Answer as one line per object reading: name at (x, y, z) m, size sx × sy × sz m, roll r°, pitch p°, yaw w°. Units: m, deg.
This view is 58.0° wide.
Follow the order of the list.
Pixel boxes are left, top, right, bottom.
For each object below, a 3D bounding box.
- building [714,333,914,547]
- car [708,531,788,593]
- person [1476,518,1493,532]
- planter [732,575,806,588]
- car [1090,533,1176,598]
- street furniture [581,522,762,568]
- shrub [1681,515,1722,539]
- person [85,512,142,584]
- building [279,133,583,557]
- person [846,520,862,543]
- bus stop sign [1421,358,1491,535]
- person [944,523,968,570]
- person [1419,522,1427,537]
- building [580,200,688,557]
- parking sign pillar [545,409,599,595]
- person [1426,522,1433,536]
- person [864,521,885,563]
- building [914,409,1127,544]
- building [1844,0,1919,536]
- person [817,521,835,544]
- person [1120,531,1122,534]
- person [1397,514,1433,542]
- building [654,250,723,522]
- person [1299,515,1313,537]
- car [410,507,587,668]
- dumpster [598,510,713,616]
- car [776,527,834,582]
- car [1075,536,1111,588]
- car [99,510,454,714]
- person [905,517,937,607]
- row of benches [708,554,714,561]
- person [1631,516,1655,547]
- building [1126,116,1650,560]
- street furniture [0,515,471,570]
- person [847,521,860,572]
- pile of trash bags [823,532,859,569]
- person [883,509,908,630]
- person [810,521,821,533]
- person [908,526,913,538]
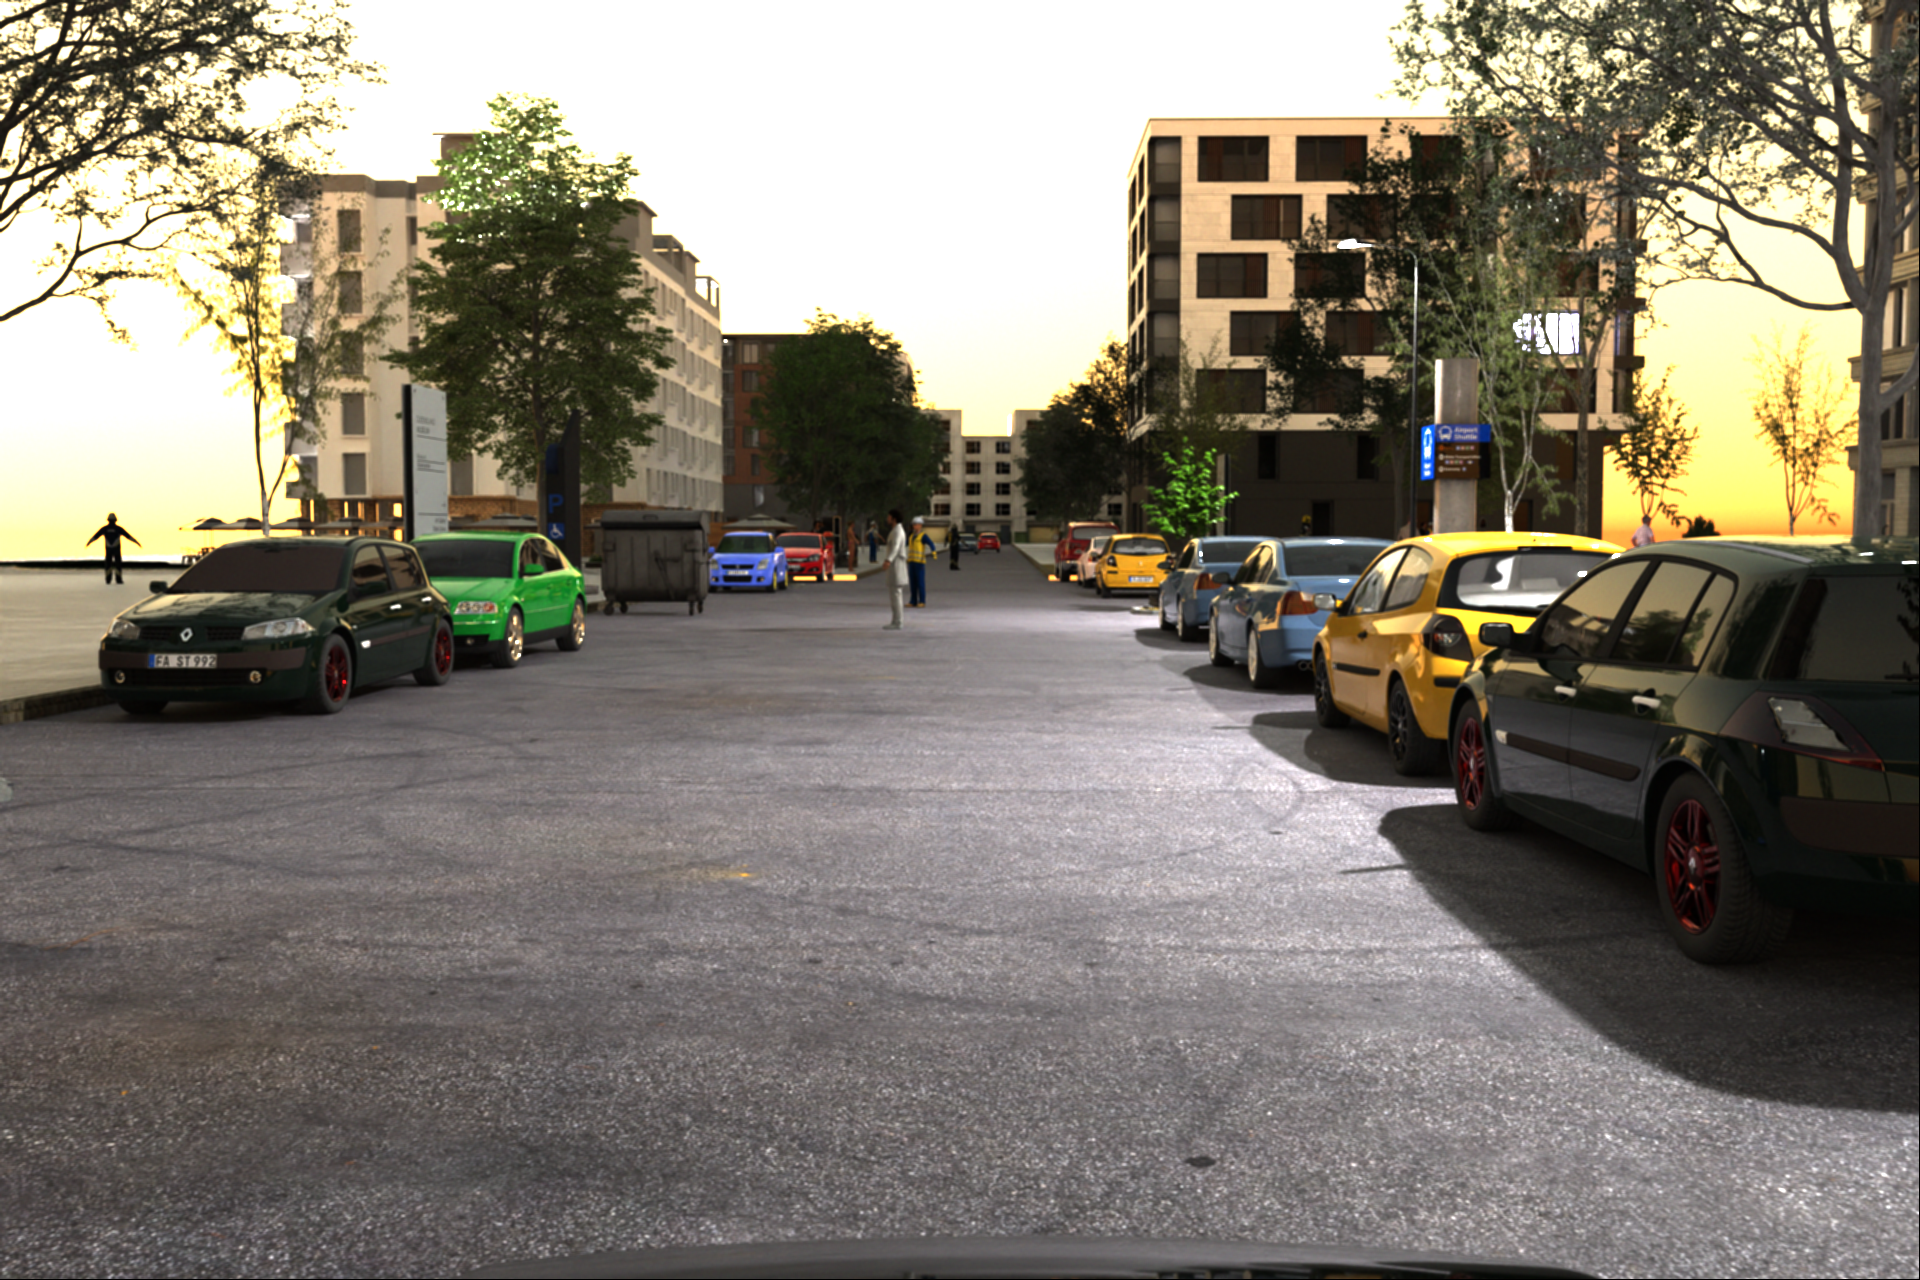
building at (-19.886, -21.345, 192.959) m, size 27.936 × 21.610 × 32.646 m, roll 0°, pitch 4°, yaw 1°
car at (-5.319, -2.067, 43.387) m, size 1.945 × 1.707 × 3.694 m, roll 0°, pitch 4°, yaw 1°
person at (16.841, -3.038, 55.798) m, size 1.348 × 1.813 × 0.705 m, roll 1°, pitch 4°, yaw 13°
planter at (-5.217, -1.577, 46.925) m, size 1.991 × 0.319 × 1.994 m, roll 0°, pitch 4°, yaw 1°
car at (4.032, -1.817, 39.937) m, size 2.015 × 1.641 × 3.980 m, roll 0°, pitch 4°, yaw 2°
street furniture at (-11.793, -3.723, 67.724) m, size 9.812 × 1.723 × 11.010 m, roll 0°, pitch 4°, yaw 7°
shrub at (27.249, -3.628, 63.743) m, size 1.690 × 2.028 × 1.600 m, roll 0°, pitch 3°, yaw 0°
person at (-21.864, -2.376, 44.717) m, size 1.351 × 1.845 × 0.704 m, roll -1°, pitch 4°, yaw -15°
building at (-26.168, -13.869, 83.179) m, size 16.016 × 20.090 × 11.380 m, roll 0°, pitch 4°, yaw 1°
person at (-4.359, -3.933, 70.236) m, size 0.705 × 1.837 × 1.347 m, roll 1°, pitch 4°, yaw 21°
bus stop sign at (7.497, -2.276, 26.232) m, size 0.837 × 3.901 × 0.837 m, roll 0°, pitch 4°, yaw 1°
person at (-0.206, -3.714, 68.967) m, size 0.705 × 1.856 × 1.354 m, roll -3°, pitch 5°, yaw -43°
person at (20.548, -4.316, 76.760) m, size 0.705 × 1.806 × 1.347 m, roll 2°, pitch 4°, yaw 32°
building at (-22.910, -14.881, 99.716) m, size 16.016 × 20.090 × 11.380 m, roll 0°, pitch 4°, yaw 1°
parking sign pillar at (-8.428, -2.957, 36.816) m, size 1.447 × 3.967 × 1.447 m, roll 0°, pitch 4°, yaw 1°
person at (22.359, -4.664, 82.220) m, size 0.705 × 1.833 × 1.349 m, roll 3°, pitch 4°, yaw 38°
person at (-3.820, -4.327, 76.598) m, size 0.705 × 1.847 × 1.347 m, roll -3°, pitch 5°, yaw -44°
building at (7.475, -23.379, 251.167) m, size 31.486 × 18.905 × 16.747 m, roll 0°, pitch 4°, yaw -1°
building at (26.245, -11.519, 35.012) m, size 8.464 × 21.280 × 15.925 m, roll 0°, pitch 4°, yaw 1°
person at (-5.406, -3.801, 68.367) m, size 1.346 × 1.802 × 0.704 m, roll -3°, pitch 5°, yaw -45°
person at (7.876, -4.979, 87.190) m, size 1.354 × 1.856 × 0.705 m, roll -2°, pitch 4°, yaw -30°
person at (10.808, -2.108, 41.041) m, size 0.750 × 1.759 × 0.617 m, roll -1°, pitch 4°, yaw -17°
building at (-22.993, -15.935, 116.953) m, size 16.016 × 20.090 × 11.380 m, roll 0°, pitch 4°, yaw 1°
person at (10.673, -2.905, 53.261) m, size 0.704 × 1.858 × 1.351 m, roll 0°, pitch 4°, yaw -6°
car at (-5.580, -0.678, 19.886) m, size 1.959 × 1.807 × 4.718 m, roll 0°, pitch 4°, yaw 1°
dumpster at (-5.414, -1.384, 30.840) m, size 1.865 × 1.857 × 1.264 m, roll 0°, pitch 4°, yaw 1°
car at (-4.877, -2.672, 52.730) m, size 2.155 × 1.783 × 4.494 m, roll 0°, pitch 4°, yaw 2°
car at (4.203, -2.136, 47.291) m, size 2.083 × 1.381 × 4.827 m, roll 0°, pitch 4°, yaw 1°
car at (-5.768, -0.321, 15.027) m, size 2.009 × 1.686 × 4.222 m, roll 0°, pitch 4°, yaw 2°
person at (-0.896, -1.531, 33.961) m, size 1.216 × 1.772 × 0.721 m, roll 3°, pitch 5°, yaw 42°
row of benches at (-7.663, -2.378, 54.344) m, size 1.422 × 0.672 × 4.104 m, roll -3°, pitch 5°, yaw -44°
person at (15.896, -2.025, 40.090) m, size 0.436 × 1.711 × 0.756 m, roll -1°, pitch 4°, yaw -10°
building at (23.550, -15.751, 101.506) m, size 27.936 × 21.610 × 32.646 m, roll 0°, pitch 4°, yaw 1°
street furniture at (-31.634, -3.723, 65.908) m, size 27.439 × 1.986 × 14.083 m, roll 3°, pitch 4°, yaw 38°
person at (-3.621, -3.193, 59.003) m, size 0.721 × 1.733 × 1.217 m, roll -1°, pitch 4°, yaw -17°
pile of trash bags at (-4.837, -3.432, 65.863) m, size 1.912 × 1.369 × 3.447 m, roll 0°, pitch 4°, yaw 2°
person at (-0.999, -1.070, 26.139) m, size 0.705 × 1.806 × 1.347 m, roll 0°, pitch 4°, yaw 2°
person at (-5.735, -3.901, 69.925) m, size 1.345 × 1.843 × 0.704 m, roll -1°, pitch 4°, yaw -15°
person at (-2.723, -5.294, 93.278) m, size 0.721 × 1.740 × 1.216 m, roll 0°, pitch 4°, yaw 2°
